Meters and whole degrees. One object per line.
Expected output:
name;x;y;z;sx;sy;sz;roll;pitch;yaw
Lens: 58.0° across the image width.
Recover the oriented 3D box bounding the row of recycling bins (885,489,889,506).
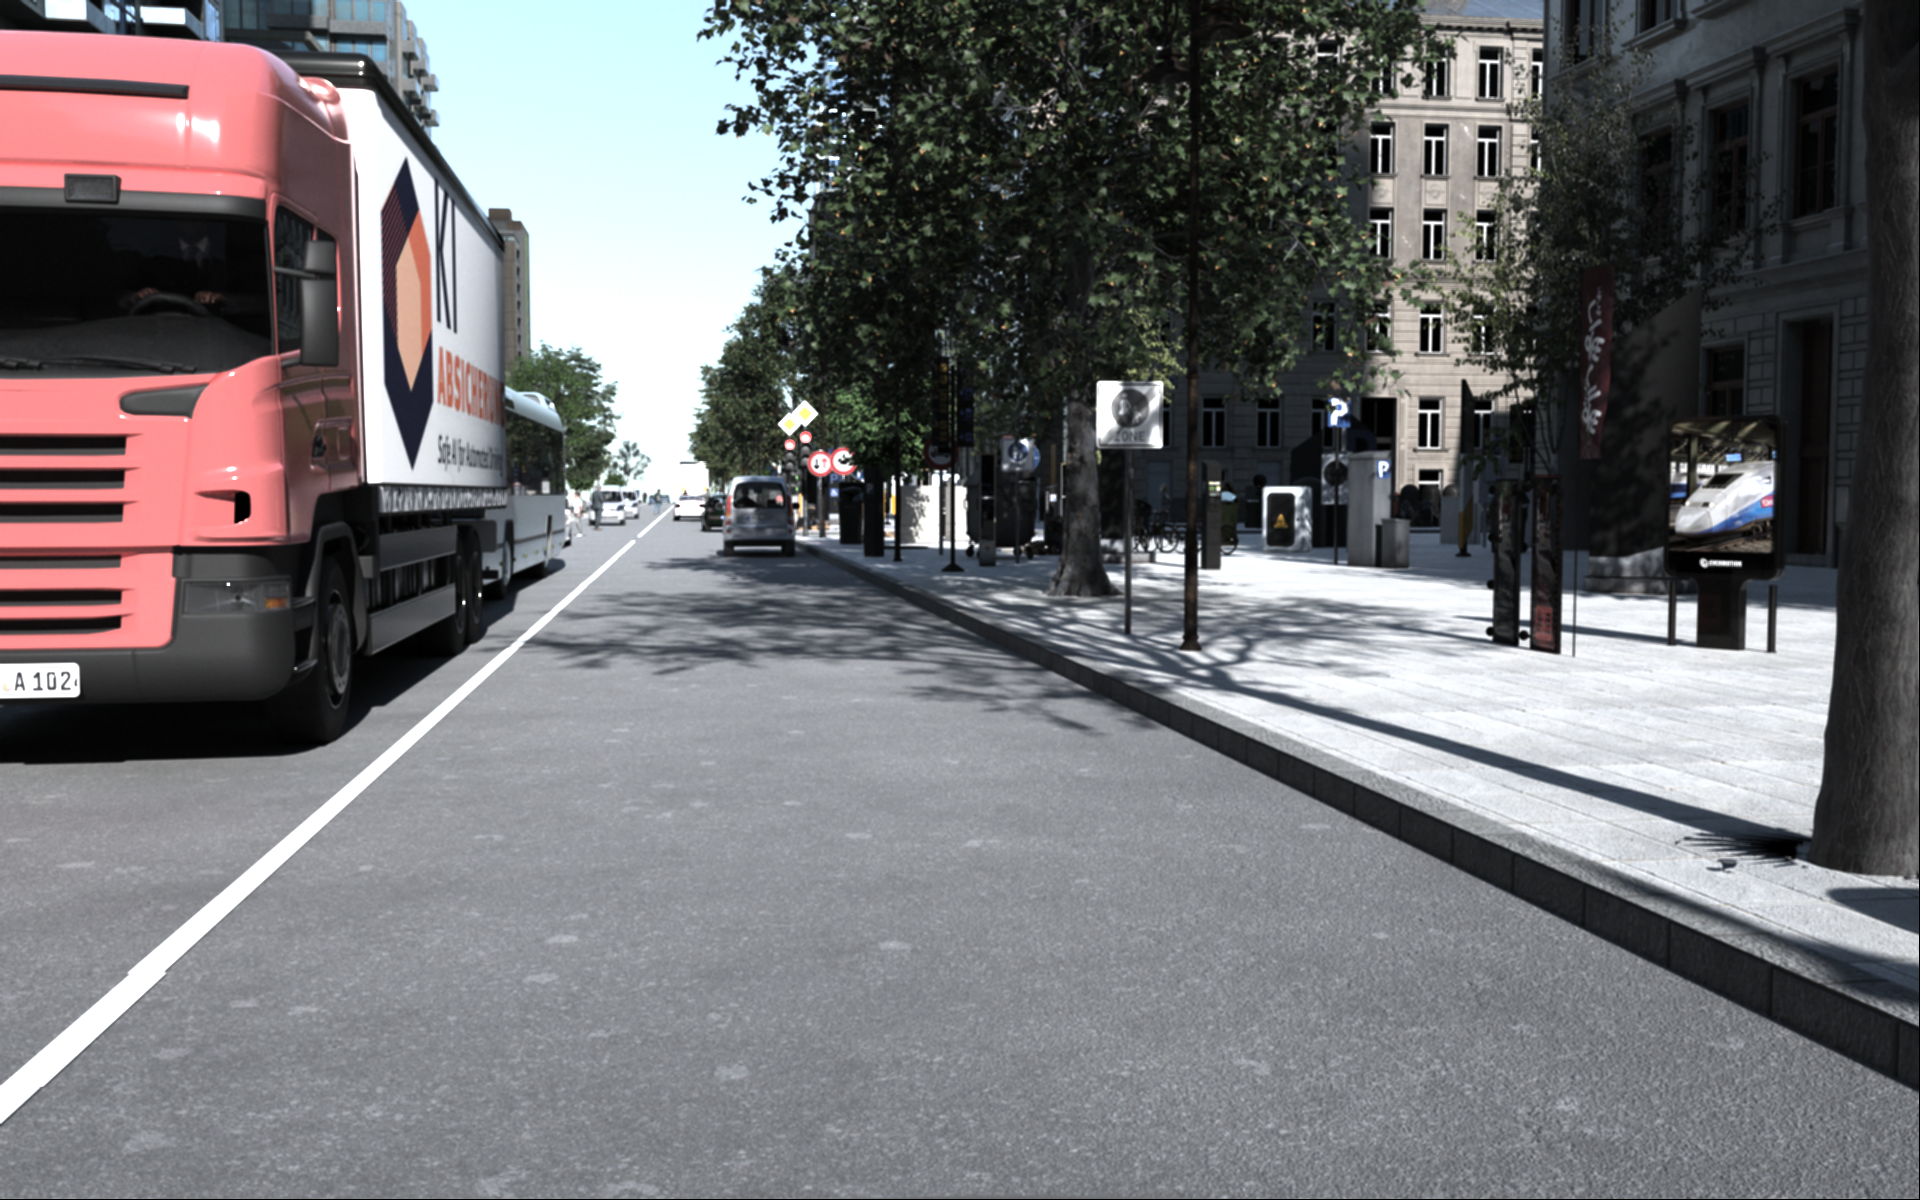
row of recycling bins;-3.994;-6.873;119.491;3.534;1.692;1.069;1;4;13

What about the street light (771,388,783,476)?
street light;-8.008;-6.298;75.754;0.468;5.910;1.993;-1;4;-9

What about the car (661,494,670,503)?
car;-47.268;-16.201;276.892;2.014;1.417;4.499;-1;4;-11

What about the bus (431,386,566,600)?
bus;-7.797;-1.912;26.115;2.948;3.499;13.247;-1;4;-8

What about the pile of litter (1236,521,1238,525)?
pile of litter;10.936;-3.527;71.625;1.176;0.858;1.719;1;4;10

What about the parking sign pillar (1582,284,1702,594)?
parking sign pillar;8.976;-2.095;22.719;1.447;3.967;1.447;1;4;21

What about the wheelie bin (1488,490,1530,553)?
wheelie bin;11.953;-1.832;37.853;0.980;1.594;0.693;-2;4;-32

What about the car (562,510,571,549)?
car;-11.553;-2.108;46.824;2.083;1.381;4.827;-1;4;-9

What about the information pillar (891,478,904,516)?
information pillar;-2.316;-4.499;64.908;0.504;3.616;0.183;-1;4;-11

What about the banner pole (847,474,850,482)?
banner pole;-6.544;-6.838;101.819;0.401;3.779;0.863;1;4;9

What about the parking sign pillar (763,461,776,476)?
parking sign pillar;-13.146;-8.039;119.916;1.447;3.967;1.447;1;4;20

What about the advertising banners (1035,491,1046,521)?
advertising banners;3.270;-5.304;82.901;2.074;3.025;0.090;-1;4;-12

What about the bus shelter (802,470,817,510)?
bus shelter;-7.819;-6.249;93.460;1.731;3.624;6.357;-1;4;-9

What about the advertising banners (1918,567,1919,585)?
advertising banners;13.602;-1.727;24.417;2.074;3.025;0.090;-2;4;-24

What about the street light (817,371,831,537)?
street light;-4.093;-4.830;51.757;0.468;5.910;1.993;-1;4;-9

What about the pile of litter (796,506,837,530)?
pile of litter;-5.148;-2.920;61.701;1.719;0.858;1.176;-1;4;-17

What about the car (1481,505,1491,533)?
car;19.247;-2.925;59.616;4.920;1.459;2.131;0;4;-7

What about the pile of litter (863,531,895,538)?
pile of litter;-2.560;-2.316;51.832;1.176;0.858;1.719;-1;4;-15

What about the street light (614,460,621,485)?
street light;-46.690;-16.030;234.879;0.468;5.910;1.993;-1;4;-9

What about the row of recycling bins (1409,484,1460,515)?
row of recycling bins;20.411;-4.048;73.297;3.534;1.692;1.069;2;4;26

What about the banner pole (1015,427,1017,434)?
banner pole;2.101;-4.577;64.853;0.401;3.779;0.863;0;4;-7

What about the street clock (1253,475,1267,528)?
street clock;11.188;-3.677;64.681;0.358;2.002;0.471;-3;5;-40

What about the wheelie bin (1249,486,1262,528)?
wheelie bin;11.141;-3.542;65.827;0.980;1.594;0.693;1;4;14

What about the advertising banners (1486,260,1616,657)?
advertising banners;4.768;-1.093;14.058;0.090;3.025;2.074;0;4;-7

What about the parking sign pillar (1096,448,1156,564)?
parking sign pillar;2.963;-2.691;32.467;1.447;3.967;1.447;1;4;15

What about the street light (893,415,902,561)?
street light;-1.193;-3.677;32.900;0.468;5.910;1.993;-1;4;-9

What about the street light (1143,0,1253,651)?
street light;1.897;-2.525;14.072;0.468;5.910;1.993;-1;4;-9

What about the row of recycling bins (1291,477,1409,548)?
row of recycling bins;9.463;-2.170;42.597;3.534;1.692;1.069;-3;5;-40

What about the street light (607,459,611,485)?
street light;-43.733;-14.877;216.024;0.468;5.910;1.993;-1;4;-9

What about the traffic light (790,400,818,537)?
traffic light;-4.668;-3.860;52.035;0.839;4.253;0.868;-1;4;-9

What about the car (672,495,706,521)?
car;-14.576;-4.992;93.980;2.083;1.381;4.827;0;4;-8

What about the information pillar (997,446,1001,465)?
information pillar;1.965;-5.650;83.732;0.183;3.616;0.504;-3;5;-39

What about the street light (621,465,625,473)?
street light;-49.762;-17.207;254.121;0.468;5.910;1.993;-1;4;-9

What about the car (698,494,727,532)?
car;-9.056;-3.489;66.830;2.009;1.686;4.222;-1;4;-10

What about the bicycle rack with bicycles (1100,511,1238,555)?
bicycle rack with bicycles;4.172;-1.456;37.188;2.852;0.926;2.925;-2;4;-30

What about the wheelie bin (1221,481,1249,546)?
wheelie bin;6.506;-2.144;42.968;0.693;1.594;0.980;-2;4;-32

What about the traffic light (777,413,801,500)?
traffic light;-5.912;-4.343;59.923;0.839;4.253;0.868;-1;4;-9

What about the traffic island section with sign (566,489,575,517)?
traffic island section with sign;-24.603;-6.052;107.580;1.989;1.847;2.006;-1;4;-9

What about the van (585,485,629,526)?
van;-16.329;-4.476;80.191;2.013;2.044;4.112;-1;4;-11

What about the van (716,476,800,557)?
van;-4.782;-2.082;41.053;2.013;2.044;4.112;0;4;-7

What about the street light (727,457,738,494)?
street light;-19.880;-10.919;151.312;0.468;5.910;1.993;-1;4;-9

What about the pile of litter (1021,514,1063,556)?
pile of litter;1.794;-1.404;36.913;1.176;0.858;1.719;2;4;31

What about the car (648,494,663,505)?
car;-40.966;-13.507;232.848;2.014;1.417;4.499;-1;4;-9

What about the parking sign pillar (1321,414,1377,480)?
parking sign pillar;12.025;-3.903;52.292;1.447;3.967;1.447;-1;4;-21

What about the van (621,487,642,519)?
van;-19.640;-5.774;101.414;2.013;2.044;4.112;-1;4;-10

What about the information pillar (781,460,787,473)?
information pillar;-11.401;-7.406;112.448;0.504;3.616;0.183;1;4;12

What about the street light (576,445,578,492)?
street light;-33.739;-10.997;152.595;0.468;5.910;1.993;-1;4;-9

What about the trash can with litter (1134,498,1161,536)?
trash can with litter;5.818;-2.590;53.729;1.055;1.170;0.624;-2;4;-28

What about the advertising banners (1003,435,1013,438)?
advertising banners;0.959;-3.344;50.870;0.090;3.025;2.074;3;4;37

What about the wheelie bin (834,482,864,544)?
wheelie bin;-2.755;-2.237;44.482;0.980;1.594;0.693;0;4;2
